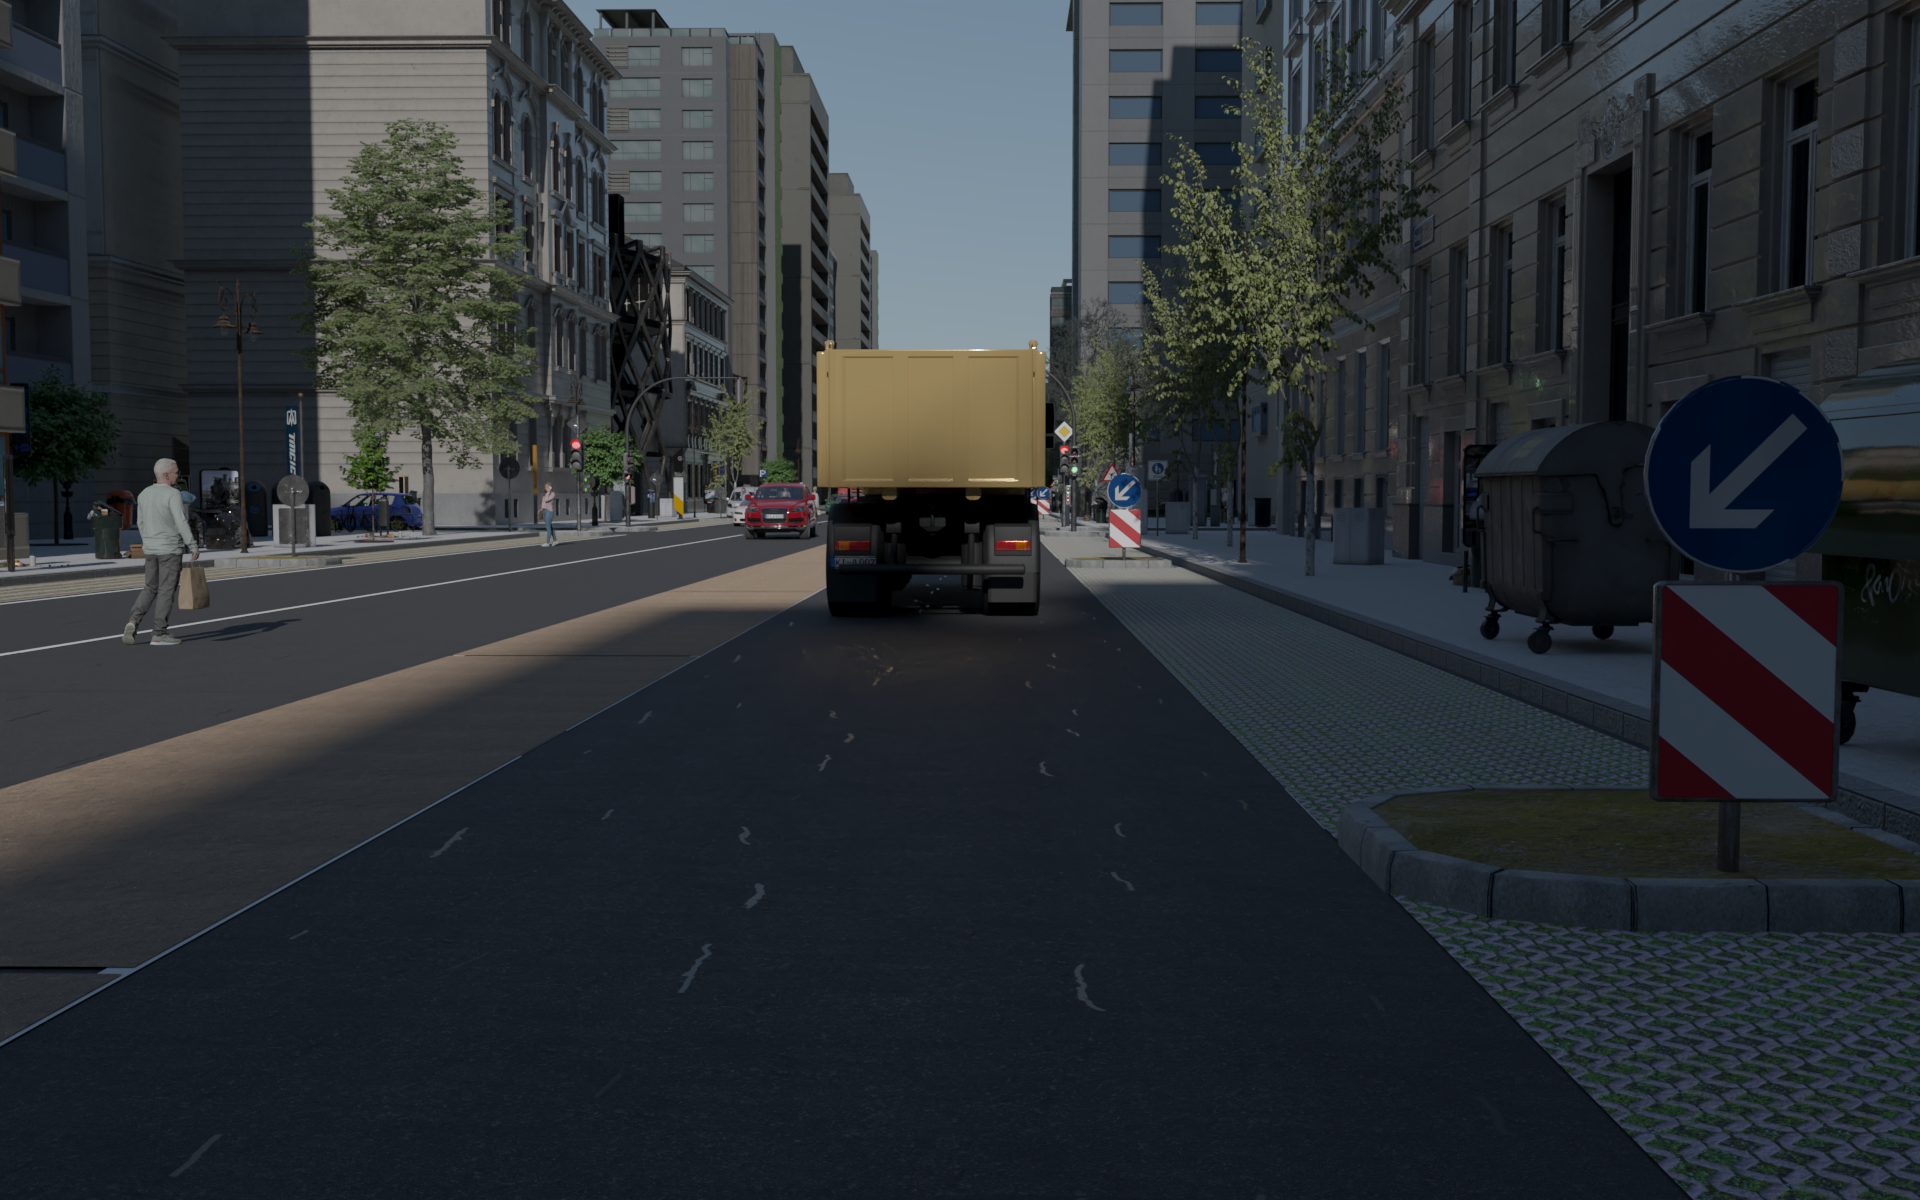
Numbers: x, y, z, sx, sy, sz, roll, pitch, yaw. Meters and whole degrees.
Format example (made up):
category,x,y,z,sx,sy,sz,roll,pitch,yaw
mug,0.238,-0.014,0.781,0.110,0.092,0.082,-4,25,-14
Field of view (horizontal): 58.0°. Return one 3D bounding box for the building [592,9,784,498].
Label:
category,x,y,z,sx,sy,sz,roll,pitch,yaw
building,-23.118,-28.482,149.276,14.154,41.232,14.086,0,4,1

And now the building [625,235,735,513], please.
category,x,y,z,sx,sy,sz,roll,pitch,yaw
building,-23.038,-15.997,126.172,10.561,19.102,19.286,0,4,1

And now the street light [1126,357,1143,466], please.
category,x,y,z,sx,sy,sz,roll,pitch,yaw
street light,5.894,-5.248,58.598,0.468,5.910,1.993,0,4,1

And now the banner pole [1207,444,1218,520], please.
category,x,y,z,sx,sy,sz,roll,pitch,yaw
banner pole,12.654,-5.889,86.297,0.401,3.779,0.863,-1,4,-18

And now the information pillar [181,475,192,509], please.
category,x,y,z,sx,sy,sz,roll,pitch,yaw
information pillar,-30.344,-3.883,67.976,0.304,2.012,0.304,-1,4,-11

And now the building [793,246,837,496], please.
category,x,y,z,sx,sy,sz,roll,pitch,yaw
building,-30.459,-33.620,241.565,32.217,40.220,23.993,0,4,1

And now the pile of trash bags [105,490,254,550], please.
category,x,y,z,sx,sy,sz,roll,pitch,yaw
pile of trash bags,-18.398,-1.897,40.771,3.447,1.369,1.912,0,4,3

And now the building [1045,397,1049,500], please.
category,x,y,z,sx,sy,sz,roll,pitch,yaw
building,26.968,-25.539,262.594,27.650,21.520,28.899,0,4,1

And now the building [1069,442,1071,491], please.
category,x,y,z,sx,sy,sz,roll,pitch,yaw
building,24.467,-54.126,197.629,22.319,86.520,31.000,0,4,1

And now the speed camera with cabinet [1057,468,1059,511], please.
category,x,y,z,sx,sy,sz,roll,pitch,yaw
speed camera with cabinet,7.319,-8.549,134.110,0.660,3.252,2.038,0,4,-7

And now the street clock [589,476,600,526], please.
category,x,y,z,sx,sy,sz,roll,pitch,yaw
street clock,-14.696,-3.982,69.669,0.358,2.002,0.471,-3,5,-45

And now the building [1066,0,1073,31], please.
category,x,y,z,sx,sy,sz,roll,pitch,yaw
building,25.157,-35.450,168.841,28.713,52.752,27.495,0,4,1

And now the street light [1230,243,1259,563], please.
category,x,y,z,sx,sy,sz,roll,pitch,yaw
street light,5.278,-3.632,32.166,0.468,5.910,1.993,0,4,1

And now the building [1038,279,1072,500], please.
category,x,y,z,sx,sy,sz,roll,pitch,yaw
building,29.081,-36.522,289.007,32.217,40.220,23.993,0,4,1

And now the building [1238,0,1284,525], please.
category,x,y,z,sx,sy,sz,roll,pitch,yaw
building,23.775,-27.743,77.305,21.600,48.544,21.300,0,4,1

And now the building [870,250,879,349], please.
category,x,y,z,sx,sy,sz,roll,pitch,yaw
building,-20.693,-36.624,282.388,14.154,41.232,14.086,0,4,1

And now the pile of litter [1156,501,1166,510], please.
category,x,y,z,sx,sy,sz,roll,pitch,yaw
pile of litter,12.935,-6.066,113.143,1.719,0.858,1.176,1,4,12

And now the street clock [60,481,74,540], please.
category,x,y,z,sx,sy,sz,roll,pitch,yaw
street clock,-25.094,-2.699,48.697,0.471,2.002,0.358,3,4,38

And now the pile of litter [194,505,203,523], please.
category,x,y,z,sx,sy,sz,roll,pitch,yaw
pile of litter,-30.647,-3.416,69.819,1.719,0.858,1.176,0,4,-5

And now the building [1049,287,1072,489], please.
category,x,y,z,sx,sy,sz,roll,pitch,yaw
building,19.408,-28.703,241.002,14.160,30.474,14.107,0,4,1

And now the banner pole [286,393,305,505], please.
category,x,y,z,sx,sy,sz,roll,pitch,yaw
banner pole,-16.502,-3.246,43.090,0.863,3.779,0.401,2,4,34

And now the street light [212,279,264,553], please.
category,x,y,z,sx,sy,sz,roll,pitch,yaw
street light,-15.538,-3.954,37.432,0.468,5.910,1.993,0,4,1

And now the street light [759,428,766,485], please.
category,x,y,z,sx,sy,sz,roll,pitch,yaw
street light,-13.848,-9.065,120.993,0.468,5.910,1.993,0,4,1

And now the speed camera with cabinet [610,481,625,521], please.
category,x,y,z,sx,sy,sz,roll,pitch,yaw
speed camera with cabinet,-16.269,-5.392,82.497,0.660,3.252,2.038,0,4,-4

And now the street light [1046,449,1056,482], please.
category,x,y,z,sx,sy,sz,roll,pitch,yaw
street light,7.543,-10.314,141.423,0.468,5.910,1.993,0,4,1

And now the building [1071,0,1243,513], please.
category,x,y,z,sx,sy,sz,roll,pitch,yaw
building,18.738,-35.768,126.813,21.231,58.520,28.212,0,4,1

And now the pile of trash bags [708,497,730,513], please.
category,x,y,z,sx,sy,sz,roll,pitch,yaw
pile of trash bags,-15.607,-6.526,116.451,1.912,1.369,3.447,1,4,13

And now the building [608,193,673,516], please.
category,x,y,z,sx,sy,sz,roll,pitch,yaw
building,-25.742,-14.353,102.128,16.820,18.784,16.811,0,4,1

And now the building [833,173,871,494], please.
category,x,y,z,sx,sy,sz,roll,pitch,yaw
building,-24.998,-39.164,264.026,21.300,48.544,21.600,0,4,1

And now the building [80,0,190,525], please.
category,x,y,z,sx,sy,sz,roll,pitch,yaw
building,-44.173,-17.771,76.464,20.117,28.700,13.634,0,4,1

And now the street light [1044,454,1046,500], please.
category,x,y,z,sx,sy,sz,roll,pitch,yaw
street light,8.026,-11.725,164.488,0.468,5.910,1.993,0,4,1

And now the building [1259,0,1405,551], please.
category,x,y,z,sx,sy,sz,roll,pitch,yaw
building,16.134,-15.836,44.821,13.634,28.700,20.117,0,4,1

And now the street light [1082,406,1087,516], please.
category,x,y,z,sx,sy,sz,roll,pitch,yaw
street light,6.428,-7.081,88.556,0.468,5.910,1.993,0,4,1

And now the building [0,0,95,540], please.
category,x,y,z,sx,sy,sz,roll,pitch,yaw
building,-39.895,-30.810,45.741,28.212,58.520,21.231,0,4,1

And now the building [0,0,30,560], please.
category,x,y,z,sx,sy,sz,roll,pitch,yaw
building,-32.694,-10.689,19.798,27.650,21.520,28.899,0,4,1

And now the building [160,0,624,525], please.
category,x,y,z,sx,sy,sz,roll,pitch,yaw
building,-25.047,-17.983,81.413,14.401,28.519,23.554,0,4,1

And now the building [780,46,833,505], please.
category,x,y,z,sx,sy,sz,roll,pitch,yaw
building,-26.083,-34.765,192.107,21.300,48.544,21.600,0,4,1

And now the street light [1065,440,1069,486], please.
category,x,y,z,sx,sy,sz,roll,pitch,yaw
street light,6.972,-8.697,114.990,0.468,5.910,1.993,0,4,1

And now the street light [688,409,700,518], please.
category,x,y,z,sx,sy,sz,roll,pitch,yaw
street light,-14.510,-7.448,94.562,0.468,5.910,1.993,0,4,1

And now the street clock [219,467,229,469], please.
category,x,y,z,sx,sy,sz,roll,pitch,yaw
street clock,-19.749,-2.568,46.549,0.471,2.002,0.358,-1,4,-22

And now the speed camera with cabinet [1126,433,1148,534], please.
category,x,y,z,sx,sy,sz,roll,pitch,yaw
speed camera with cabinet,5.723,-3.765,55.899,0.660,3.252,2.038,0,4,3

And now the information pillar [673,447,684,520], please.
category,x,y,z,sx,sy,sz,roll,pitch,yaw
information pillar,-14.136,-5.851,87.016,0.504,3.616,0.183,-2,4,-27

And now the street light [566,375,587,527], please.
category,x,y,z,sx,sy,sz,roll,pitch,yaw
street light,-14.937,-5.798,67.585,0.468,5.910,1.993,0,4,1

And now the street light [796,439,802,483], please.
category,x,y,z,sx,sy,sz,roll,pitch,yaw
street light,-13.436,-10.480,144.127,0.468,5.910,1.993,0,4,1

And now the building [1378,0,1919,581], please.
category,x,y,z,sx,sy,sz,roll,pitch,yaw
building,14.210,-13.762,22.275,12.463,27.353,25.104,0,4,1
